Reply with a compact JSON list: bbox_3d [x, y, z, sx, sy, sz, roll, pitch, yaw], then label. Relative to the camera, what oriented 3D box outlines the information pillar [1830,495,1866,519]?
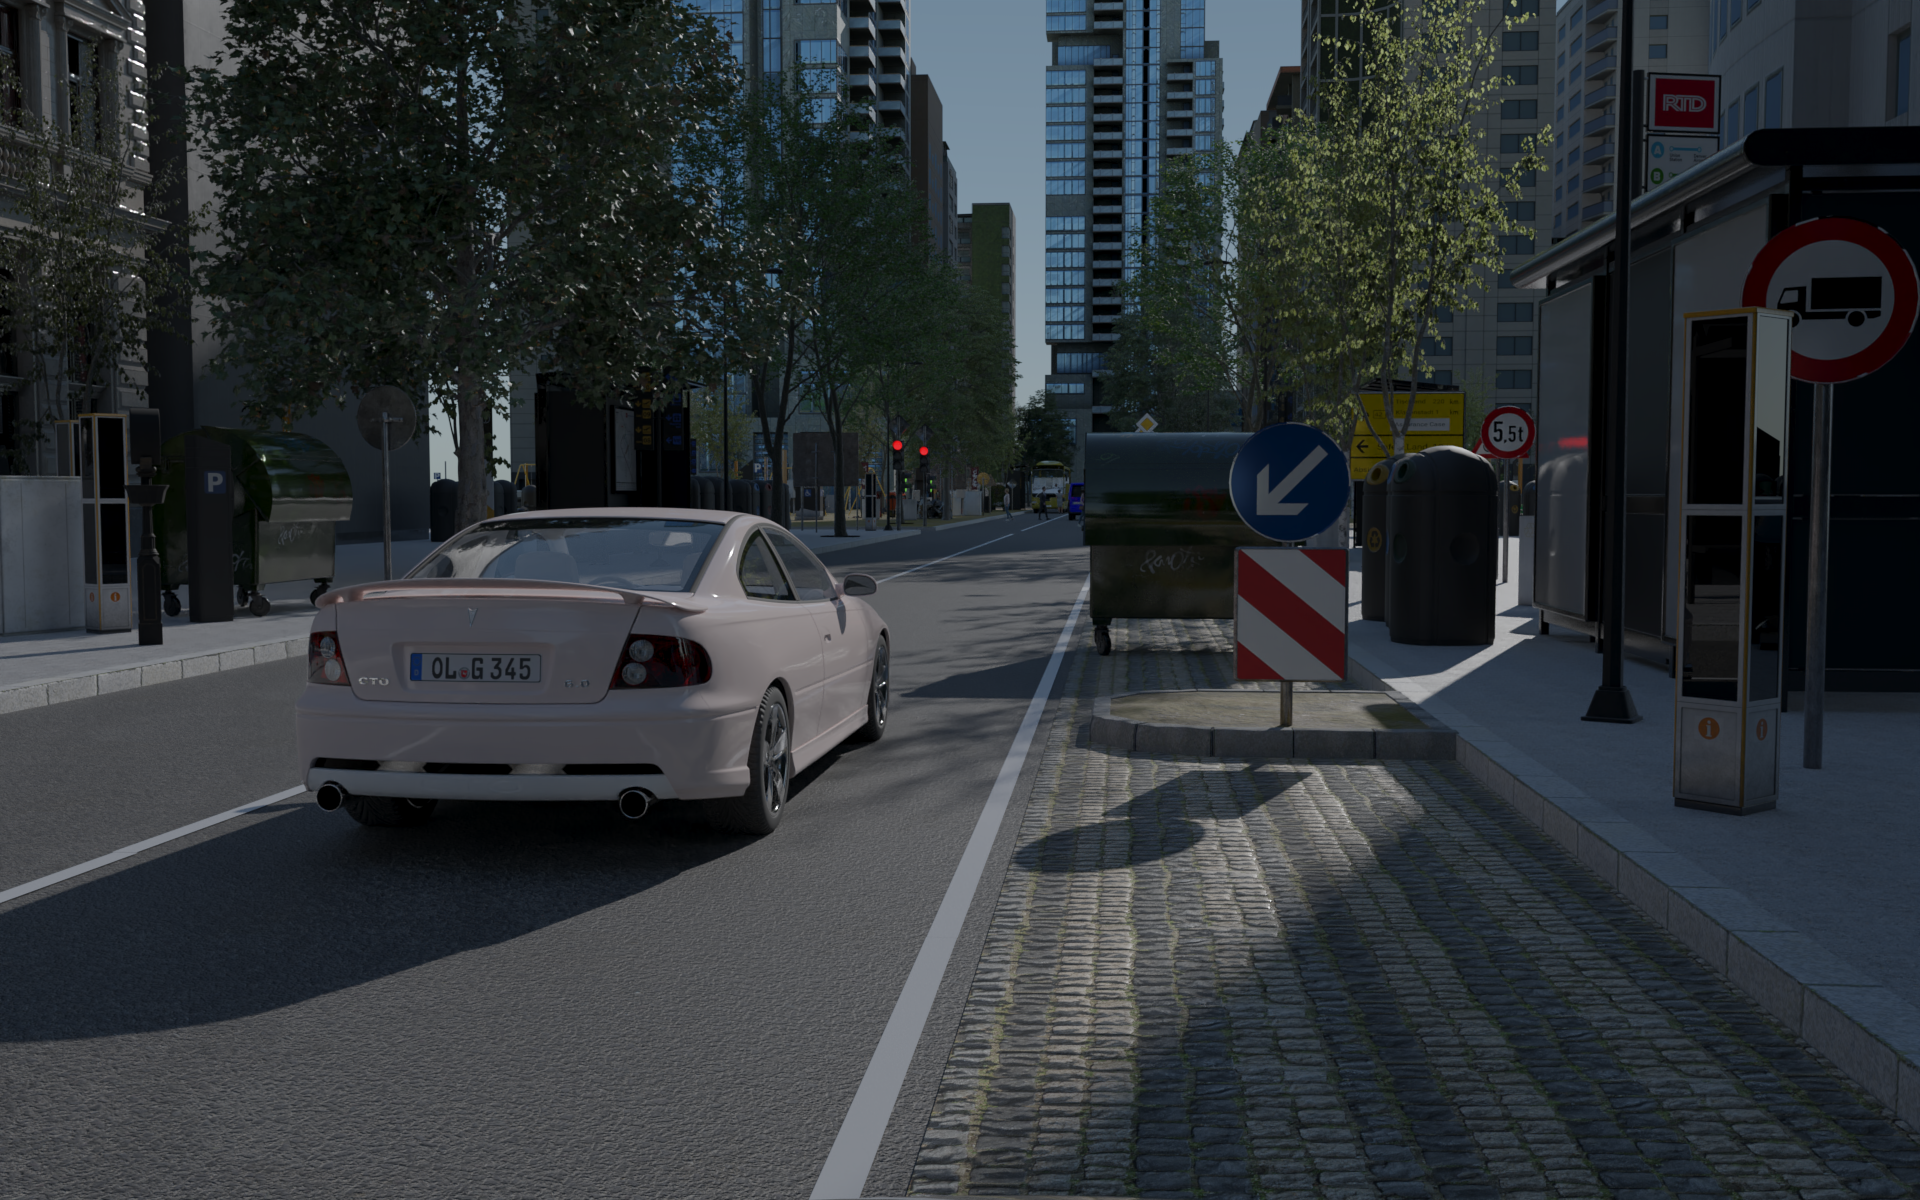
[{"bbox_3d":[8.656,-0.758,16.892,0.304,2.012,0.304,2,4,31],"label":"information pillar"}]

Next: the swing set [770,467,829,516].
[{"bbox_3d":[-9.756,-6.374,101.841,3.119,2.851,2.862,3,4,36],"label":"swing set"}]

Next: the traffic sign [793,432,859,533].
[{"bbox_3d":[-4.456,-3.886,57.410,2.265,3.308,0.079,1,4,13],"label":"traffic sign"}]

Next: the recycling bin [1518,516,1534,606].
[{"bbox_3d":[6.918,-0.448,19.877,0.722,1.027,0.722,-2,4,-33],"label":"recycling bin"}]

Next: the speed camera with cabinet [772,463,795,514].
[{"bbox_3d":[-11.000,-7.038,109.406,0.660,3.252,2.038,3,5,42],"label":"speed camera with cabinet"}]

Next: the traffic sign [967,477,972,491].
[{"bbox_3d":[0.638,-8.121,132.885,0.768,2.556,0.104,1,4,11],"label":"traffic sign"}]

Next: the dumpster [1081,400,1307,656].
[{"bbox_3d":[2.087,-0.653,15.634,1.985,2.255,1.502,0,4,5],"label":"dumpster"}]

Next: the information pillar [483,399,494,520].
[{"bbox_3d":[-11.358,-3.055,41.306,0.504,3.616,0.183,0,4,-2],"label":"information pillar"}]

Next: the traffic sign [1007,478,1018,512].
[{"bbox_3d":[3.791,-7.589,125.270,0.795,2.450,0.064,1,4,11],"label":"traffic sign"}]

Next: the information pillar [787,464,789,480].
[{"bbox_3d":[-13.218,-8.669,133.099,0.183,3.616,0.504,0,4,6],"label":"information pillar"}]

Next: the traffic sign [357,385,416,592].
[{"bbox_3d":[-6.731,-1.236,20.316,0.768,2.556,0.104,1,4,13],"label":"traffic sign"}]

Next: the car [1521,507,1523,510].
[{"bbox_3d":[21.879,-3.205,61.192,4.718,1.807,1.959,0,4,7],"label":"car"}]

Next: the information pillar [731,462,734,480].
[{"bbox_3d":[-16.680,-8.299,127.048,0.183,3.616,0.504,0,4,5],"label":"information pillar"}]

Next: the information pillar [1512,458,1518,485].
[{"bbox_3d":[33.272,-6.863,103.559,0.504,3.616,0.183,0,4,-3],"label":"information pillar"}]

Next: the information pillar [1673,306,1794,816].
[{"bbox_3d":[3.132,-0.155,7.029,0.304,2.012,0.304,-3,4,-38],"label":"information pillar"}]

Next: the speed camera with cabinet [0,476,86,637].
[{"bbox_3d":[-8.874,-1.294,15.493,0.660,3.252,2.038,1,4,22],"label":"speed camera with cabinet"}]

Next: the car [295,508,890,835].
[{"bbox_3d":[-1.531,0.221,8.743,2.083,1.381,4.827,0,4,7],"label":"car"}]

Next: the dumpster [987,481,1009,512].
[{"bbox_3d":[2.774,-7.627,127.194,1.502,2.255,1.985,0,4,5],"label":"dumpster"}]

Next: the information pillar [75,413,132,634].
[{"bbox_3d":[-7.883,-0.703,15.980,0.304,2.012,0.304,3,4,38],"label":"information pillar"}]

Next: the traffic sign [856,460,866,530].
[{"bbox_3d":[-3.623,-3.736,61.080,0.884,2.594,0.081,0,4,6],"label":"traffic sign"}]

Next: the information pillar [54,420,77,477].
[{"bbox_3d":[-8.835,-0.789,17.393,0.304,2.012,0.304,2,4,35],"label":"information pillar"}]

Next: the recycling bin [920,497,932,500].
[{"bbox_3d":[-2.557,-7.244,130.998,0.722,1.027,0.722,1,4,17],"label":"recycling bin"}]

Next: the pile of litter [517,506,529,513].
[{"bbox_3d":[-15.437,-2.904,61.437,1.719,0.858,1.176,-1,4,-13],"label":"pile of litter"}]

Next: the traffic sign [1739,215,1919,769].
[{"bbox_3d":[3.994,-0.485,8.037,0.768,2.556,0.104,1,4,12],"label":"traffic sign"}]

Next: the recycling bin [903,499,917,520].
[{"bbox_3d":[-2.524,-4.409,84.638,0.722,1.027,0.722,-1,4,-10],"label":"recycling bin"}]

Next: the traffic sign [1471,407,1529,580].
[{"bbox_3d":[8.049,-1.586,25.939,0.884,2.594,0.081,0,4,8],"label":"traffic sign"}]

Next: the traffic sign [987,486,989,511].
[{"bbox_3d":[2.153,-7.942,129.852,0.884,2.594,0.081,1,4,10],"label":"traffic sign"}]

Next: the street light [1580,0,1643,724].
[{"bbox_3d":[3.164,-2.274,9.714,1.470,5.913,1.316,0,4,5],"label":"street light"}]

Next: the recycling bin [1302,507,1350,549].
[{"bbox_3d":[7.026,-1.269,33.294,0.722,1.027,0.722,-1,4,-9],"label":"recycling bin"}]

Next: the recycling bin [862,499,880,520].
[{"bbox_3d":[-4.497,-4.577,87.385,0.722,1.027,0.722,-1,4,-22],"label":"recycling bin"}]

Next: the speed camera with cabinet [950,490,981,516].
[{"bbox_3d":[0.222,-6.616,102.504,2.038,3.252,0.660,1,4,9],"label":"speed camera with cabinet"}]

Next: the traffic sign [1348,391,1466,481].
[{"bbox_3d":[8.844,-2.475,34.345,2.265,3.308,0.079,0,4,6],"label":"traffic sign"}]

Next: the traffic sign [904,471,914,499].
[{"bbox_3d":[-2.852,-5.726,93.733,0.768,2.556,0.104,1,4,11],"label":"traffic sign"}]

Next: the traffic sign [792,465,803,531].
[{"bbox_3d":[-5.531,-3.705,60.677,0.768,2.556,0.104,1,4,15],"label":"traffic sign"}]

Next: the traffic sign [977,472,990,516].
[{"bbox_3d":[1.354,-6.186,101.250,0.768,2.556,0.104,1,4,10],"label":"traffic sign"}]

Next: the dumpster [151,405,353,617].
[{"bbox_3d":[-7.737,-0.999,18.829,1.502,2.255,1.985,0,4,5],"label":"dumpster"}]

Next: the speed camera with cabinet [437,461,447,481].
[{"bbox_3d":[-30.595,-6.758,104.822,0.660,3.252,2.038,3,5,43],"label":"speed camera with cabinet"}]

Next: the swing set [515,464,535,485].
[{"bbox_3d":[-21.769,-5.657,90.105,3.119,2.851,2.862,2,4,26],"label":"swing set"}]

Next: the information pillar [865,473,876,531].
[{"bbox_3d":[-3.114,-3.420,60.401,0.304,2.012,0.304,2,4,23],"label":"information pillar"}]

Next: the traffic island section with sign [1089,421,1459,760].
[{"bbox_3d":[1.776,-0.101,10.288,1.989,1.847,2.006,0,4,5],"label":"traffic island section with sign"}]

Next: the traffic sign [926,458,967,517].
[{"bbox_3d":[-0.765,-6.273,96.441,2.265,3.308,0.079,0,4,8],"label":"traffic sign"}]

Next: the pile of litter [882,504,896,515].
[{"bbox_3d":[-4.343,-5.733,107.701,1.719,0.858,1.176,1,4,15],"label":"pile of litter"}]

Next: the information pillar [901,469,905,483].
[{"bbox_3d":[-4.494,-8.856,136.157,0.183,3.616,0.504,-3,5,-44],"label":"information pillar"}]

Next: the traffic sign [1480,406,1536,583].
[{"bbox_3d":[7.907,-1.526,25.048,0.768,2.556,0.104,1,4,12],"label":"traffic sign"}]

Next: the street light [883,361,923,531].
[{"bbox_3d":[-1.979,-5.385,60.586,1.470,5.913,1.316,0,4,5],"label":"street light"}]

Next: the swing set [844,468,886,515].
[{"bbox_3d":[-5.570,-6.407,102.368,2.862,2.851,3.119,1,4,11],"label":"swing set"}]

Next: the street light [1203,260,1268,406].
[{"bbox_3d":[5.509,-3.782,34.377,1.470,5.913,1.316,0,4,5],"label":"street light"}]

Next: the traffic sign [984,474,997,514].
[{"bbox_3d":[1.916,-6.714,109.785,0.884,2.594,0.081,0,4,7],"label":"traffic sign"}]
